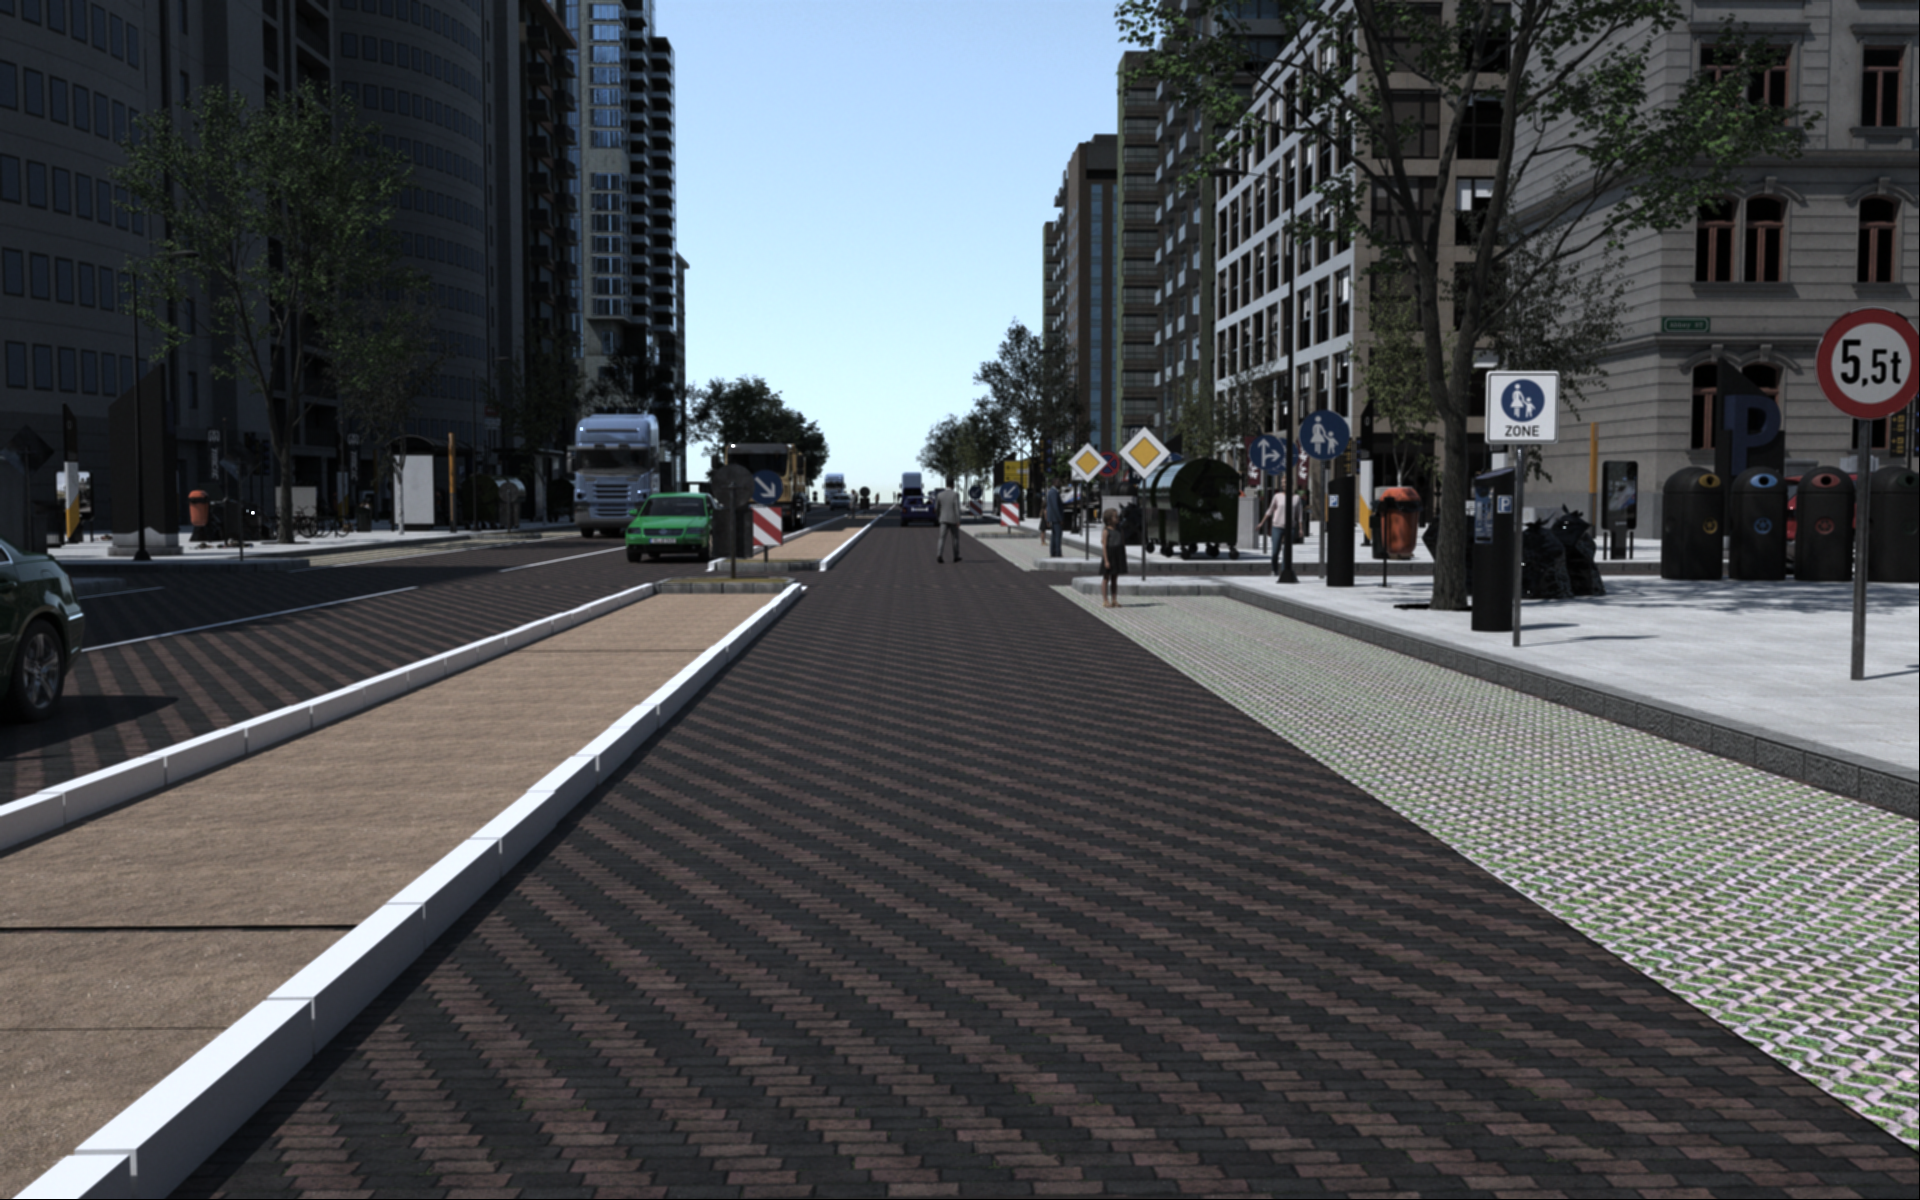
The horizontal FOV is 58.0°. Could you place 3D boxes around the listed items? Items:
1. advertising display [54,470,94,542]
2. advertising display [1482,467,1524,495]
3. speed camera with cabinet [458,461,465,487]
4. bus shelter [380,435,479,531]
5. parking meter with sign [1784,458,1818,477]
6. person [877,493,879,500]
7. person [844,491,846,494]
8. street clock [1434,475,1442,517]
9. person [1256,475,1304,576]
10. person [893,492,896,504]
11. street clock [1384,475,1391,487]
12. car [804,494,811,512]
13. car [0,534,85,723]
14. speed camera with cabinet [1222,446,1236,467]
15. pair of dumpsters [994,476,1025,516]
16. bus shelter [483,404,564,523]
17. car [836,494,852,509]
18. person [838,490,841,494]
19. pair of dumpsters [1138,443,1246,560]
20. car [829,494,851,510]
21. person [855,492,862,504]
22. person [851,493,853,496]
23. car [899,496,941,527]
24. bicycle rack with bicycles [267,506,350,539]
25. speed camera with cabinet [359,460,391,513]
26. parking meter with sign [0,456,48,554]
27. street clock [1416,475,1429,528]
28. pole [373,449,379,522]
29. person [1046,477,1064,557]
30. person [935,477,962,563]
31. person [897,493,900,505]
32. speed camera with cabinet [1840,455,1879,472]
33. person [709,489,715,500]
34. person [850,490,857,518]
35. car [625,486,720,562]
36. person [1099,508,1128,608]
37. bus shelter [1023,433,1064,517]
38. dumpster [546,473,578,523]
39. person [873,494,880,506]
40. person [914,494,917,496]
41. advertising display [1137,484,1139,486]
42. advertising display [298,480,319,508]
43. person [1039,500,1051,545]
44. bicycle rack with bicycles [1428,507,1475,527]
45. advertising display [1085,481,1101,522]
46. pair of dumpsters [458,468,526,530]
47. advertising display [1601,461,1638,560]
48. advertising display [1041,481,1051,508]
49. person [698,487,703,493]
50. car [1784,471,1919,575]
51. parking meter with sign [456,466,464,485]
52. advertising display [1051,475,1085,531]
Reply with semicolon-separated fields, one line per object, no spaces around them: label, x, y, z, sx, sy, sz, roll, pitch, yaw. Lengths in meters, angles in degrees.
advertising display;-23.527;-2.496;46.026;0.974;1.923;0.123;0;3;0
advertising display;13.067;-2.234;41.742;0.974;1.923;0.123;0;4;4
speed camera with cabinet;-29.421;-6.784;105.251;2.038;3.252;0.660;-2;4;-31
bus shelter;-18.894;-4.165;62.018;2.014;3.302;5.546;0;4;-2
parking meter with sign;17.740;-2.470;36.650;1.738;3.016;0.543;0;4;6
person;-11.255;-13.985;238.616;0.415;1.643;0.593;-1;4;-20
person;-13.677;-12.102;206.347;0.705;1.826;1.348;-2;4;-25
street clock;18.258;-3.766;66.136;0.358;2.002;0.471;1;4;14
person;5.152;-1.153;28.030;0.731;1.740;0.598;0;4;1
person;-9.290;-14.580;247.704;0.721;1.723;1.217;0;4;-4
street clock;16.291;-3.763;66.090;0.358;2.002;0.471;1;4;10
car;-12.946;-7.872;138.490;2.009;1.686;4.222;0;4;0
car;-6.607;0.140;9.508;2.131;1.459;4.920;0;4;-3
speed camera with cabinet;10.923;-4.746;71.927;0.660;3.252;2.038;-1;4;-17
pair of dumpsters;2.808;-5.834;97.886;1.574;2.255;4.437;0;4;-2
bus shelter;-20.283;-6.275;80.224;2.179;5.291;8.768;0;4;-2
car;-11.226;-9.702;168.851;2.015;1.641;3.980;0;4;-2
person;-12.917;-10.802;185.119;0.705;1.824;1.348;2;4;27
pair of dumpsters;4.714;-2.016;35.451;1.574;2.255;4.437;0;4;-2
car;-10.682;-8.748;155.025;2.014;1.417;4.499;0;4;-1
person;-13.561;-13.400;228.303;1.217;1.736;0.721;-1;4;-17
person;-11.858;-11.325;193.534;0.599;1.838;0.709;-2;4;-23
car;-1.743;-3.937;76.958;1.945;1.354;3.894;0;4;0
bicycle rack with bicycles;-19.492;-2.316;51.251;2.925;0.926;2.852;-3;5;-42
speed camera with cabinet;-31.018;-5.983;92.165;0.660;3.252;2.038;3;5;40
parking meter with sign;-19.101;-2.342;34.553;0.543;3.016;1.738;1;4;19
street clock;17.631;-3.759;66.031;0.358;2.002;0.471;-2;4;-32
pole;-26.683;-5.217;79.145;0.158;3.312;0.155;0;3;0
person;2.075;-1.762;37.490;0.419;1.800;0.721;-1;4;-13
person;-0.242;-1.678;36.211;0.678;1.792;0.850;2;4;24
person;-8.309;-13.682;233.674;0.415;1.643;0.593;1;4;22
speed camera with cabinet;22.199;-2.882;41.455;2.038;3.252;0.660;0;4;1
person;-15.804;-6.245;110.572;1.348;1.831;0.705;3;4;39
person;-6.332;-5.702;102.726;0.522;1.701;0.512;-2;4;-28
car;-6.146;-1.779;37.881;1.959;1.807;4.718;0;4;-1
person;1.947;-0.528;21.806;0.362;1.253;0.373;-2;4;-31
bus shelter;4.830;-7.478;99.895;2.179;5.291;8.768;0;4;-2
dumpster;-17.940;-4.641;78.373;1.502;2.255;1.985;0;4;-2
person;-9.761;-11.665;202.485;1.065;1.426;0.557;3;5;40
person;-3.043;-6.372;115.903;0.599;1.433;0.991;-1;4;-17
advertising display;10.756;-5.981;103.011;0.974;1.923;0.123;1;4;23
advertising display;-30.274;-4.602;80.456;0.123;1.923;0.974;3;4;38
person;2.376;-2.140;48.164;0.373;1.253;0.362;-1;4;-10
bicycle rack with bicycles;14.432;-2.137;48.322;2.852;0.926;2.925;0;4;6
advertising display;5.942;-4.523;79.162;0.974;1.923;0.123;1;4;19
pair of dumpsters;-17.019;-3.703;63.039;1.574;2.255;4.437;0;4;-2
advertising display;12.872;-1.749;33.813;0.974;1.923;0.123;-2;4;-35
advertising display;4.468;-4.907;85.448;0.974;1.923;0.123;2;4;23
person;-13.354;-4.949;89.761;0.599;1.781;0.374;-1;4;-11
car;16.227;-1.294;29.834;5.304;1.827;2.281;0;4;-1
parking meter with sign;-30.931;-6.761;106.810;0.543;3.016;1.738;0;4;3
advertising display;3.731;-3.347;59.937;0.974;1.923;0.123;1;4;17
